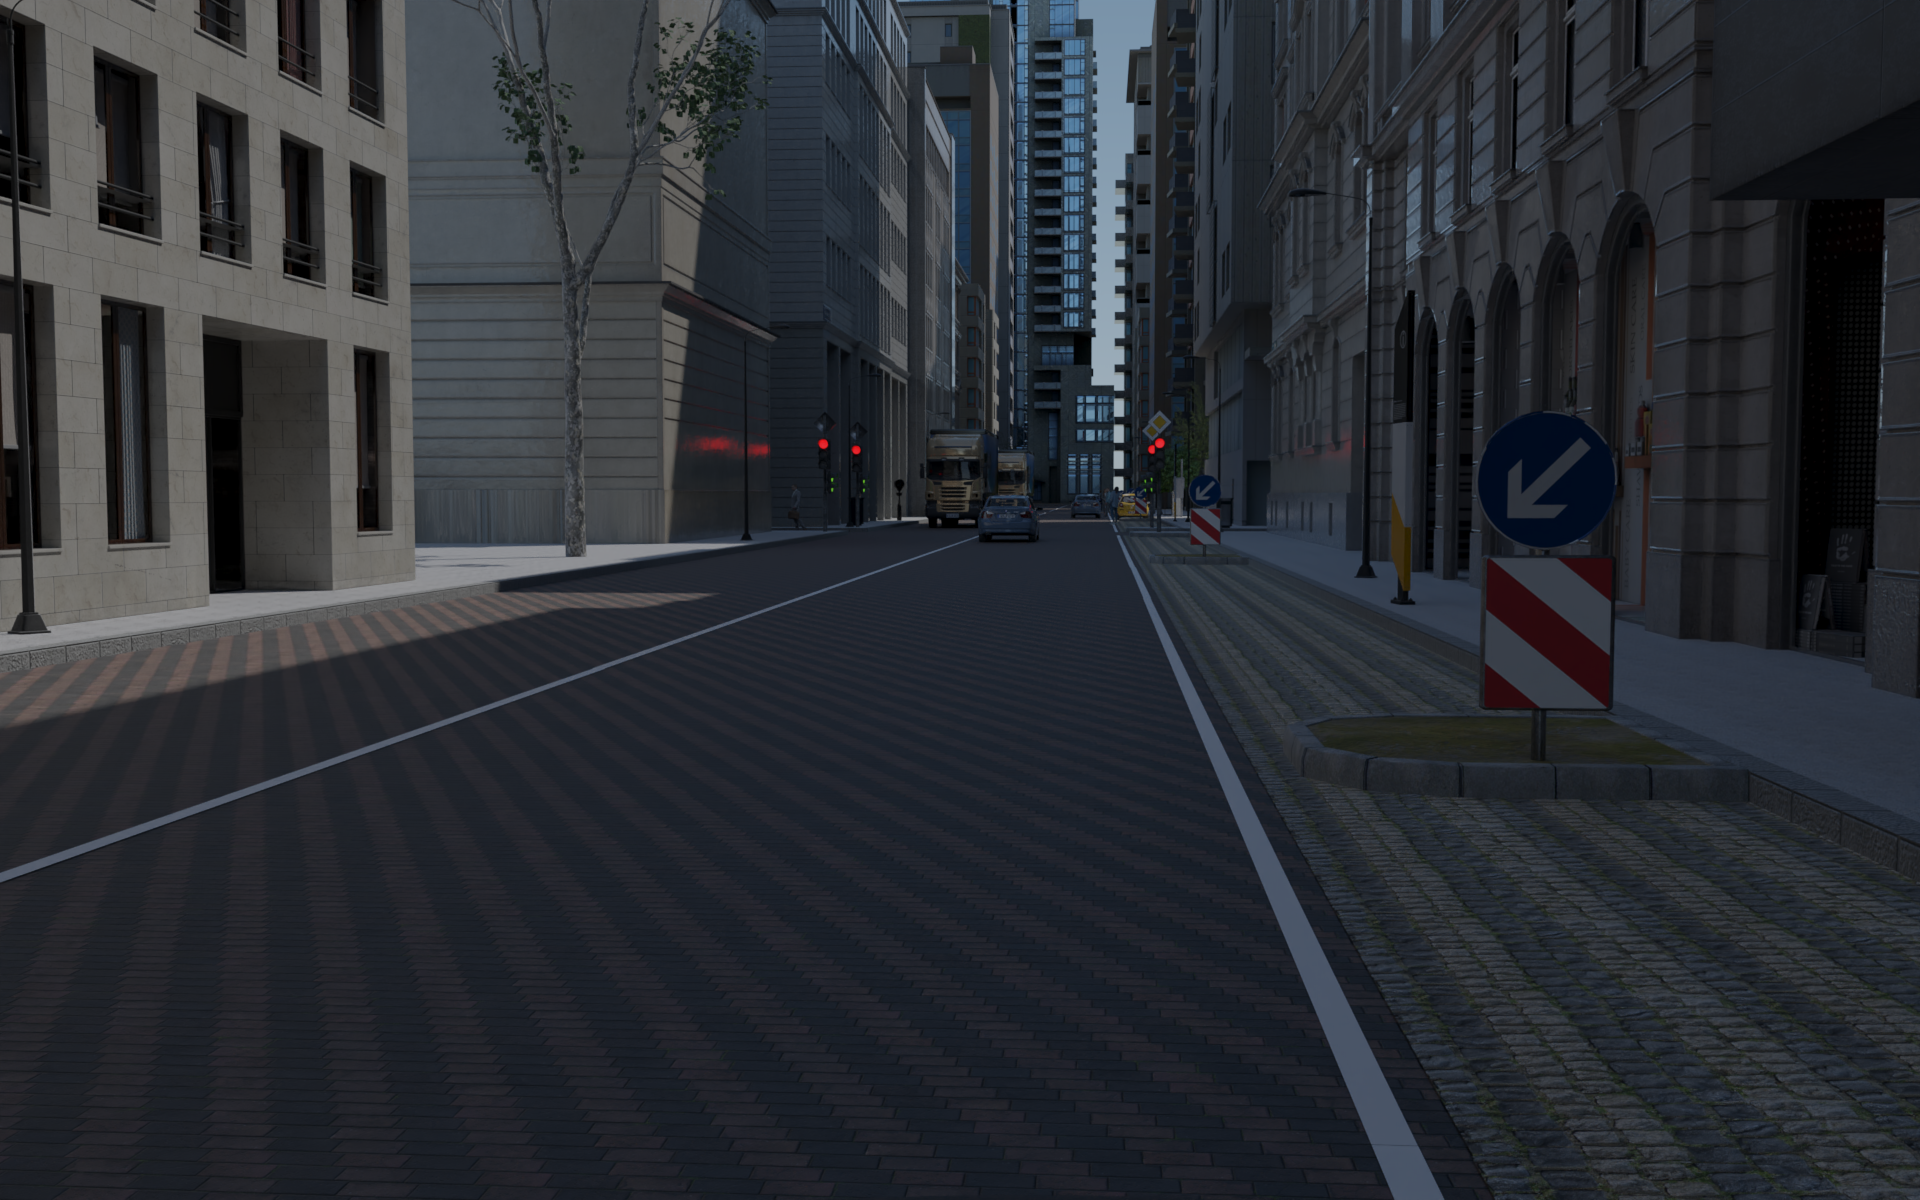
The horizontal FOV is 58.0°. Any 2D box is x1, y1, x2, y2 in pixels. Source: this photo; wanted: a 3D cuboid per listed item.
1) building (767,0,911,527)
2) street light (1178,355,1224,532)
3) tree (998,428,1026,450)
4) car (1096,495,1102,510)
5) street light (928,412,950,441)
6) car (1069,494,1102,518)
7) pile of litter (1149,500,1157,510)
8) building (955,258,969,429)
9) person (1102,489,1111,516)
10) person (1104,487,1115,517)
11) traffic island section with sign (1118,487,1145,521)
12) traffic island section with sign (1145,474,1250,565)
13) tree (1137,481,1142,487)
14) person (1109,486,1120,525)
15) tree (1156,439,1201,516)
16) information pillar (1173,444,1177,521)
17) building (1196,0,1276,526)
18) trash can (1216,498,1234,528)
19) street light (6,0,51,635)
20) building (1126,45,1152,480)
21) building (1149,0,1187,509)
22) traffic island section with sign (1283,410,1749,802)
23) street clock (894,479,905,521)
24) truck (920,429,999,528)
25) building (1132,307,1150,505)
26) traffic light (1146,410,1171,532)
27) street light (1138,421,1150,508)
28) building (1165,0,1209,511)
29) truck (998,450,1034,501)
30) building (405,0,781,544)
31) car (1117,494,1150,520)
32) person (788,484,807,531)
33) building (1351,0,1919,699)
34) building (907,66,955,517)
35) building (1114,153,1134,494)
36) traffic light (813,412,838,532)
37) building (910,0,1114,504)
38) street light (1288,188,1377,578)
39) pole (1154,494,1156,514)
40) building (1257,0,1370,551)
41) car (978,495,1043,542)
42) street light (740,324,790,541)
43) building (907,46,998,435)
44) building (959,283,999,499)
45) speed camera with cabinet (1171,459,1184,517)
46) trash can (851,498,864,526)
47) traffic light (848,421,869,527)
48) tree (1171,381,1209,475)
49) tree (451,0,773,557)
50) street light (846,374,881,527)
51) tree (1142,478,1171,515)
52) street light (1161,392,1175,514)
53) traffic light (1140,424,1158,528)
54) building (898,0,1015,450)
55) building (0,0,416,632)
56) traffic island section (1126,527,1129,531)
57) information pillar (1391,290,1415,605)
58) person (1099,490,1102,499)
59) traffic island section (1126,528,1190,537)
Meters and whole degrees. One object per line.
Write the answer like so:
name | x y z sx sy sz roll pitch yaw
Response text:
building | -9.447 -18.585 81.357 11.434 29.767 29.804 0 4 5
street light | 8.158 -5.233 58.095 1.470 5.913 1.316 0 4 5
tree | 5.655 -14.874 193.558 4.360 8.622 3.978 0 3 0
car | 11.726 -8.613 153.404 1.945 1.354 3.894 0 4 5
street light | -1.270 -7.681 98.127 1.470 5.913 1.316 0 4 5
car | 7.526 -5.610 103.729 2.014 1.417 4.499 0 4 3
pile of litter | 15.260 -7.625 138.637 1.176 0.858 1.719 0 4 4
building | -5.866 -17.793 127.080 11.583 22.565 21.152 0 4 5
person | 9.603 -6.423 113.785 0.520 1.790 0.573 -1 4 -21
person | 9.198 -6.014 106.690 0.748 1.841 0.638 2 4 26
traffic island section with sign | 9.350 -5.027 90.815 1.989 1.847 2.006 0 4 5
traffic island section with sign | 4.926 -1.668 35.898 1.989 1.847 2.006 0 4 5
tree | 15.825 -9.186 144.790 1.663 3.219 1.824 0 3 0
person | 7.258 -4.438 81.332 0.793 1.790 0.793 1 4 20
tree | 12.848 -7.299 103.049 4.285 4.588 4.351 0 3 0
information pillar | 10.086 -5.494 81.173 0.183 3.616 0.504 0 4 4
building | 24.407 -29.890 77.939 27.495 52.752 28.713 0 4 5
trash can | 9.989 -3.292 65.481 0.748 1.137 0.748 0 3 0
street light | -8.042 -2.642 15.741 1.470 5.913 1.316 0 4 5
building | 33.781 -37.435 201.305 28.713 52.752 27.495 0 4 5
building | 23.845 -30.702 152.082 14.600 45.320 14.200 0 4 5
traffic island section with sign | 2.745 -0.025 9.031 1.989 1.847 2.006 0 4 5
street clock | -2.944 -4.857 83.980 0.471 2.002 0.358 -1 4 -20
truck | 0.126 -5.392 77.066 2.839 4.237 11.283 0 4 5
building | 31.512 -20.106 173.772 27.650 21.520 28.899 0 4 5
traffic light | 6.681 -4.239 58.226 0.839 4.253 0.868 0 4 5
street light | 12.212 -8.399 109.860 1.470 5.913 1.316 0 4 5
building | 26.301 -28.773 125.058 22.147 44.769 28.867 0 4 5
truck | 3.309 -7.527 111.975 2.839 4.237 11.283 0 4 5
building | -21.188 -13.389 52.189 30.059 22.955 16.112 0 4 5
car | 9.524 -5.233 95.788 2.015 1.641 3.980 0 4 4
person | -6.117 -3.417 64.490 0.853 1.813 0.709 -2 4 -33
building | 12.767 -10.973 21.208 13.314 21.916 24.055 0 4 5
building | -7.128 -17.647 106.543 12.078 24.808 19.932 0 4 5
building | 36.192 -37.617 234.641 30.456 49.044 23.786 0 4 5
traffic light | -4.595 -4.293 59.115 0.839 4.253 0.868 0 4 5
building | 5.436 -56.403 234.853 31.000 86.520 22.319 0 4 5
street light | 5.688 -3.297 26.448 1.470 5.913 1.316 0 4 5
pole | 12.589 -7.253 112.434 0.158 3.312 0.155 0 3 0
building | 15.517 -15.772 45.265 14.401 28.519 23.554 0 4 5
car | 1.521 -2.510 53.045 2.014 1.417 4.499 0 4 4
street light | -5.357 -4.592 47.617 1.470 5.913 1.316 0 4 5
building | -3.378 -32.291 178.068 14.600 45.320 14.200 0 4 5
building | -11.120 -19.131 157.837 27.650 21.520 28.899 0 4 5
speed camera with cabinet | 12.329 -6.350 98.161 0.660 3.252 2.038 0 4 4
trash can | -4.221 -3.590 70.356 0.748 1.137 0.748 0 3 0
traffic light | -3.954 -4.780 67.075 0.839 4.253 0.868 0 4 5
tree | 15.546 -9.758 109.910 4.737 8.622 4.395 0 3 0
tree | -6.612 -10.897 34.063 12.611 20.169 13.585 0 3 0
street light | -3.739 -5.776 66.982 1.470 5.913 1.316 0 4 5
tree | 12.634 -6.878 107.062 1.663 3.219 1.824 0 3 0
street light | 9.881 -6.507 78.927 1.470 5.913 1.316 0 4 5
traffic light | 7.323 -4.726 66.186 0.839 4.253 0.868 0 4 5
building | -7.796 -40.692 207.308 28.212 58.520 21.231 0 4 5
building | -13.947 -9.937 17.225 10.420 20.320 16.860 0 4 5
traffic island section | 7.362 -2.692 66.296 2.009 0.180 2.903 0 4 5
information pillar | 5.158 -1.762 20.166 0.183 3.616 0.504 0 4 -4
person | 13.127 -9.381 161.954 0.705 1.814 1.350 2 4 26
traffic island section | 6.721 -2.205 58.337 2.009 0.180 2.903 0 4 5
